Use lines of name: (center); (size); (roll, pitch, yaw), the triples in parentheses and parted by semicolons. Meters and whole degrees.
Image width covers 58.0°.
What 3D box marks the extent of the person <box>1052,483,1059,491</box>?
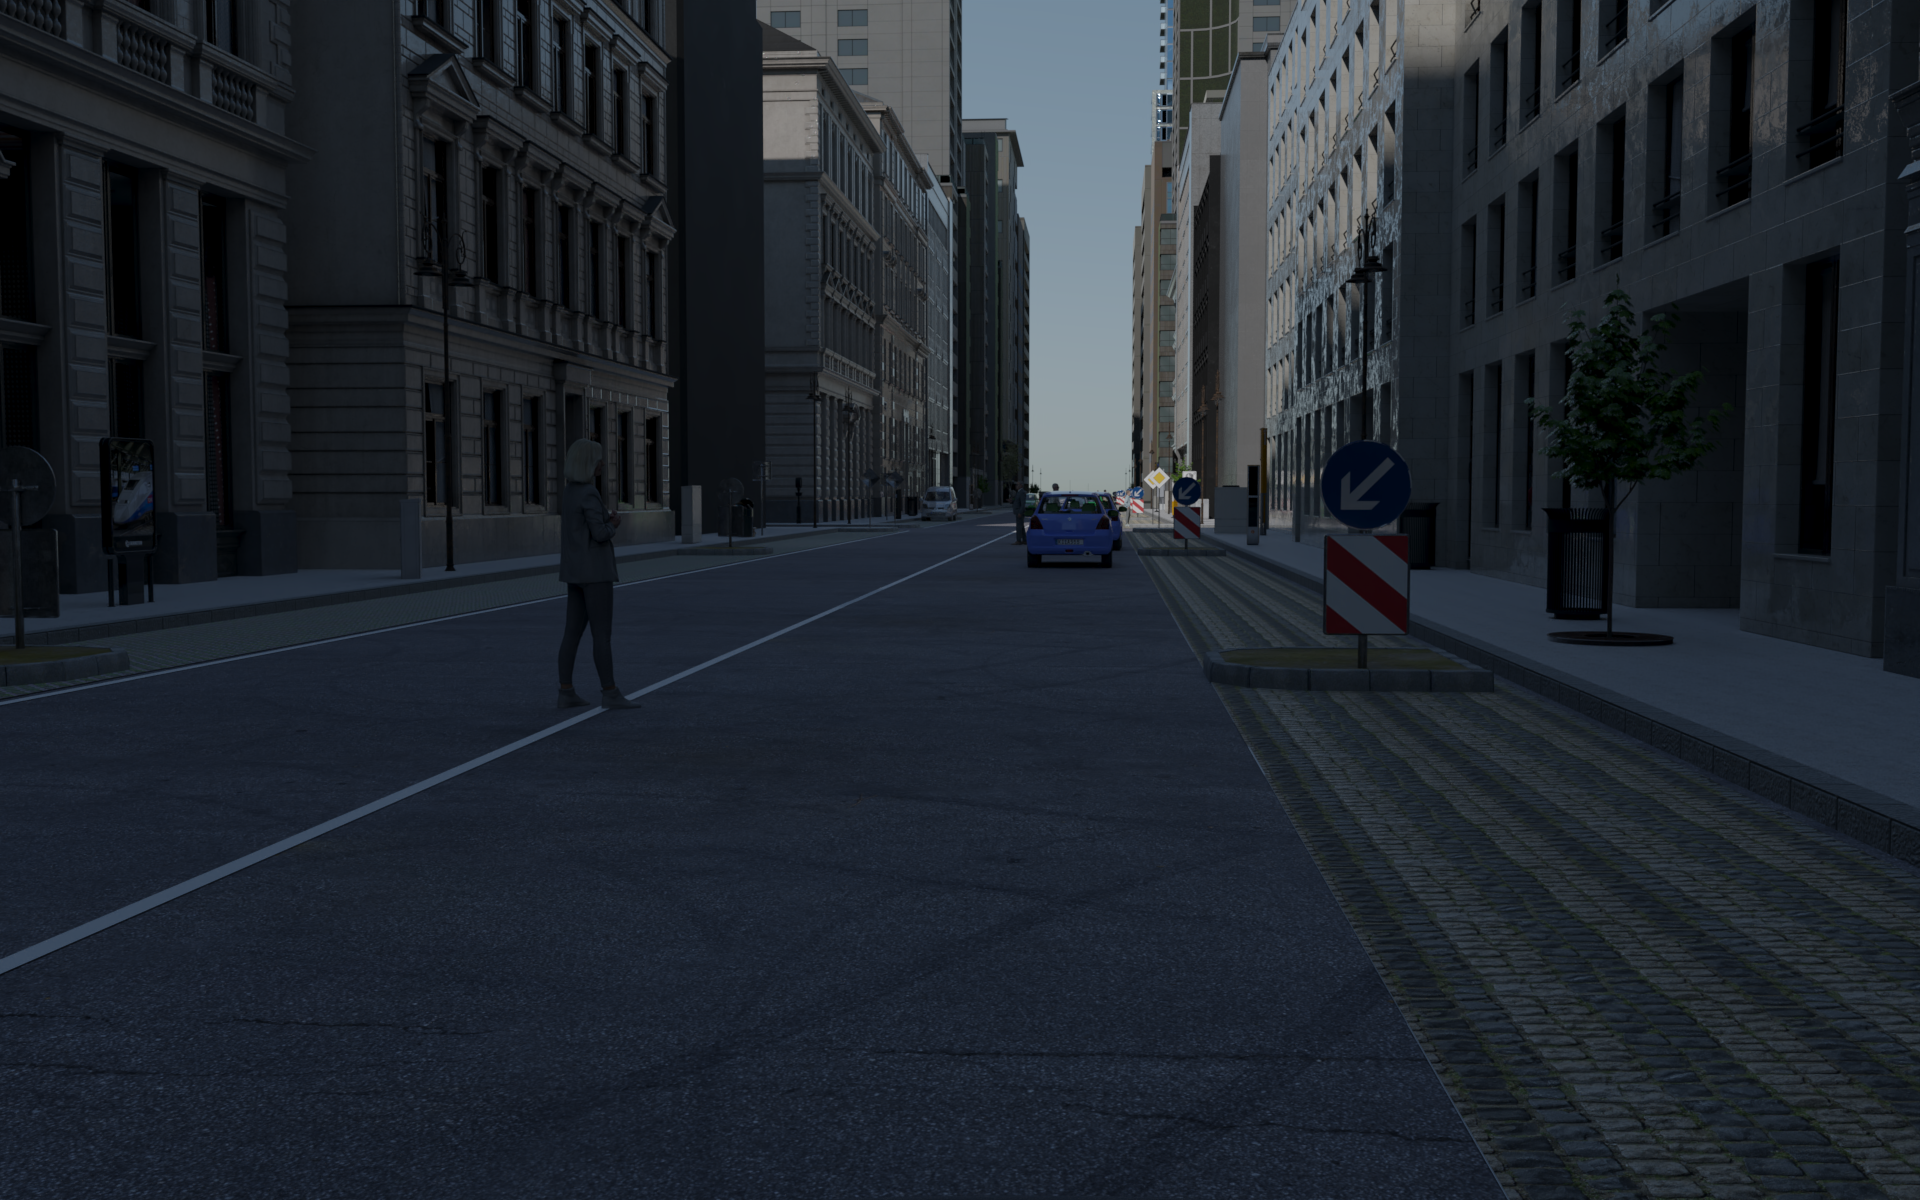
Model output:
person: (2.862, -2.697, 53.086); (0.515, 1.767, 0.782); (0, 4, 5)

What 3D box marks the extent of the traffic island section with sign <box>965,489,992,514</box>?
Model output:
traffic island section with sign: (1.277, -7.035, 123.653); (1.989, 1.847, 2.006); (0, 4, 5)

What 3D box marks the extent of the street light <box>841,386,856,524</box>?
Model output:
street light: (-4.761, -6.207, 74.272); (0.468, 5.910, 1.993); (0, 4, 5)

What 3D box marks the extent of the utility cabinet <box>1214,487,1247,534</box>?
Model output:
utility cabinet: (8.786, -2.871, 55.625); (1.173, 1.500, 0.318); (1, 4, 22)

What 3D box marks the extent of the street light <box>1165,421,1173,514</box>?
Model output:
street light: (13.257, -8.379, 109.778); (0.468, 5.910, 1.993); (0, 4, 5)

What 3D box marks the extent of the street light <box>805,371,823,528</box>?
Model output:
street light: (-5.468, -5.650, 65.159); (0.468, 5.910, 1.993); (0, 4, 5)

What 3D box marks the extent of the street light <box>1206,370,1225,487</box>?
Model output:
street light: (9.570, -5.609, 64.491); (0.468, 5.910, 1.993); (0, 4, 5)

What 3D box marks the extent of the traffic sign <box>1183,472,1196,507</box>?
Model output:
traffic sign: (10.331, -4.642, 78.024); (0.606, 2.300, 0.079); (1, 4, 9)

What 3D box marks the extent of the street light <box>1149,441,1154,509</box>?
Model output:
street light: (16.553, -10.807, 149.476); (0.468, 5.910, 1.993); (0, 4, 5)

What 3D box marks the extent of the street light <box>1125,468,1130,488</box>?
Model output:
street light: (26.402, -18.154, 269.610); (0.468, 5.910, 1.993); (0, 4, 5)

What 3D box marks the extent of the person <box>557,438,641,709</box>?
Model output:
person: (-2.463, -0.183, 11.670); (0.526, 1.800, 0.537); (-1, 4, -23)

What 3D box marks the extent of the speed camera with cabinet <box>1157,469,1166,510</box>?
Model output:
speed camera with cabinet: (16.036, -8.719, 136.889); (0.660, 3.252, 2.038); (1, 4, 18)

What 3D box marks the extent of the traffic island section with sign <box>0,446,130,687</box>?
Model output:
traffic island section with sign: (-7.758, -0.305, 13.613); (1.989, 1.847, 2.006); (0, 4, 5)

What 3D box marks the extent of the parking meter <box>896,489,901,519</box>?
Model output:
parking meter: (-3.182, -4.893, 88.404); (0.372, 1.533, 0.369); (0, 3, 0)

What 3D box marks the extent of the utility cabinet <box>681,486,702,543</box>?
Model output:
utility cabinet: (-7.026, -2.236, 45.243); (0.318, 1.500, 1.173); (0, 4, 3)

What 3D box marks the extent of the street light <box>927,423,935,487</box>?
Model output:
street light: (-1.785, -8.456, 111.051); (0.468, 5.910, 1.993); (0, 4, 5)

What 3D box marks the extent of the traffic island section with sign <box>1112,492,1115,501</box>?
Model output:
traffic island section with sign: (11.866, -6.933, 121.979); (1.989, 1.847, 2.006); (0, 4, 5)

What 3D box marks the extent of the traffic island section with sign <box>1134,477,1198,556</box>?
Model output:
traffic island section with sign: (5.163, -1.952, 40.543); (1.989, 1.847, 2.006); (0, 4, 5)

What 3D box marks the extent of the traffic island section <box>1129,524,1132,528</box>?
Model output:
traffic island section: (8.159, -3.108, 73.098); (2.009, 0.180, 2.903); (0, 4, 5)

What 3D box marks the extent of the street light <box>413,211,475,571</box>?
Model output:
street light: (-8.492, -3.418, 28.673); (0.468, 5.910, 1.993); (0, 4, 5)

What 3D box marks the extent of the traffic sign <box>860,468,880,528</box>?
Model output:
traffic sign: (-3.426, -3.813, 65.979); (0.795, 2.450, 0.064); (0, 4, 5)

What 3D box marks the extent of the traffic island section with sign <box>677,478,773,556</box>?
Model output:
traffic island section with sign: (-5.499, -1.983, 41.053); (1.989, 1.847, 2.006); (0, 4, 5)

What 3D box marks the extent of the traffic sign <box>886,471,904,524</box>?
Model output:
traffic sign: (-2.771, -4.299, 73.937); (0.795, 2.450, 0.064); (0, 4, 5)

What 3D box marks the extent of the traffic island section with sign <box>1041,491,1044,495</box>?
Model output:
traffic island section with sign: (14.387, -16.773, 282.860); (1.989, 1.847, 2.006); (0, 4, 5)

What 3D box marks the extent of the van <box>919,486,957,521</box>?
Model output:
van: (-1.100, -5.180, 91.707); (2.013, 2.044, 4.112); (0, 4, 4)

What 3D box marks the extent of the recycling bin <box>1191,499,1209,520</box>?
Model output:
recycling bin: (12.106, -4.582, 87.476); (0.722, 1.027, 0.722); (-1, 4, -16)

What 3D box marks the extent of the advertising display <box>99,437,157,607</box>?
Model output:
advertising display: (-9.622, -0.908, 20.066); (0.123, 1.923, 0.974); (0, 4, 4)

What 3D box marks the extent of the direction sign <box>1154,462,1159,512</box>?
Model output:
direction sign: (13.989, -8.019, 123.101); (0.379, 3.537, 0.876); (-1, 4, -12)

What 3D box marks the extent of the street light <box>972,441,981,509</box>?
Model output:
street light: (1.561, -10.873, 150.568); (0.468, 5.910, 1.993); (0, 4, 5)

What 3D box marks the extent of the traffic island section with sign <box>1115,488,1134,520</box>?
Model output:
traffic island section with sign: (9.650, -5.290, 95.114); (1.989, 1.847, 2.006); (0, 4, 5)

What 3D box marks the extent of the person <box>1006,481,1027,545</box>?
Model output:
person: (1.622, -2.463, 48.947); (0.590, 1.801, 0.661); (0, 4, -8)

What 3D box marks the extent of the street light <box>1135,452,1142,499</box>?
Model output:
street light: (19.407, -13.053, 186.203); (0.468, 5.910, 1.993); (0, 4, 5)

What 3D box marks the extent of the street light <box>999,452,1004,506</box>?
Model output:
street light: (4.442, -13.123, 187.343); (0.468, 5.910, 1.993); (0, 4, 5)

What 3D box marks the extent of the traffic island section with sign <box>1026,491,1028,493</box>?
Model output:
traffic island section with sign: (7.561, -11.701, 199.938); (1.989, 1.847, 2.006); (0, 4, 5)

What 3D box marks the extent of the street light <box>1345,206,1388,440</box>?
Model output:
street light: (6.581, -3.388, 28.182); (0.468, 5.910, 1.993); (0, 4, 5)

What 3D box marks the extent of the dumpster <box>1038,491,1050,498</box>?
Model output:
dumpster: (12.795, -15.504, 261.702); (1.865, 1.857, 1.264); (0, 4, 6)

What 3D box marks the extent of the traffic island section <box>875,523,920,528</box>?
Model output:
traffic island section: (-2.795, -3.163, 74.000); (2.009, 0.180, 2.903); (0, 4, 5)

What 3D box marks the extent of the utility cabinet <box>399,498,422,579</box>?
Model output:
utility cabinet: (-8.431, -0.943, 26.580); (0.306, 1.237, 1.020); (-1, 4, -16)

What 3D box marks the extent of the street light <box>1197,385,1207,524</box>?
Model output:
street light: (10.298, -6.159, 73.480); (0.468, 5.910, 1.993); (0, 4, 5)

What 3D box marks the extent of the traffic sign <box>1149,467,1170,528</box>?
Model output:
traffic sign: (7.480, -3.757, 65.064); (0.795, 2.450, 0.064); (0, 4, 5)

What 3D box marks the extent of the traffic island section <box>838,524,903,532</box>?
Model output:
traffic island section: (-3.450, -2.677, 66.042); (2.009, 0.180, 2.903); (0, 4, 5)

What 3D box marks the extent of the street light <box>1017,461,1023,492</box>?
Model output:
street light: (8.319, -15.942, 233.439); (0.468, 5.910, 1.993); (0, 4, 5)

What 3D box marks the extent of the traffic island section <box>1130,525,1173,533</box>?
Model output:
traffic island section: (7.504, -2.621, 65.140); (2.009, 0.180, 2.903); (0, 4, 5)

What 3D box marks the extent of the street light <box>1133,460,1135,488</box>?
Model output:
street light: (22.567, -15.315, 223.182); (0.468, 5.910, 1.993); (0, 4, 5)

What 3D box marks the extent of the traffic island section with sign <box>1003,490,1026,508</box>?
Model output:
traffic island section with sign: (5.329, -10.042, 172.817); (1.989, 1.847, 2.006); (0, 4, 5)

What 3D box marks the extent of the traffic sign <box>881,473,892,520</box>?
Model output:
traffic sign: (-3.564, -5.031, 84.386); (0.606, 2.300, 0.079); (1, 4, 13)

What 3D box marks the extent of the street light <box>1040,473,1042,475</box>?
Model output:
street light: (14.279, -20.392, 306.198); (0.468, 5.910, 1.993); (0, 4, 5)

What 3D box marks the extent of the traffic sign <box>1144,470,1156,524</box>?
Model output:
traffic sign: (8.135, -4.243, 73.023); (0.795, 2.450, 0.064); (0, 4, 5)

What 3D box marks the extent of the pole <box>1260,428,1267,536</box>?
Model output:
pole: (9.391, -3.652, 53.558); (0.158, 3.312, 0.155); (0, 3, 0)

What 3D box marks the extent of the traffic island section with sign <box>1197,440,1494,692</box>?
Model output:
traffic island section with sign: (2.922, -0.294, 13.438); (1.989, 1.847, 2.006); (0, 4, 5)

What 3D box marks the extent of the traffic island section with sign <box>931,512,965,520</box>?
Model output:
traffic island section with sign: (-0.911, -5.392, 96.786); (1.989, 1.847, 2.006); (0, 4, 5)

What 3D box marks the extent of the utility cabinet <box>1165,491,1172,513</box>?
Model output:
utility cabinet: (14.153, -6.640, 117.236); (0.318, 1.500, 1.173); (1, 4, 22)

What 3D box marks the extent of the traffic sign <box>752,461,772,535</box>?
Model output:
traffic sign: (-6.120, -3.143, 53.520); (0.606, 2.300, 0.079); (0, 4, 7)
